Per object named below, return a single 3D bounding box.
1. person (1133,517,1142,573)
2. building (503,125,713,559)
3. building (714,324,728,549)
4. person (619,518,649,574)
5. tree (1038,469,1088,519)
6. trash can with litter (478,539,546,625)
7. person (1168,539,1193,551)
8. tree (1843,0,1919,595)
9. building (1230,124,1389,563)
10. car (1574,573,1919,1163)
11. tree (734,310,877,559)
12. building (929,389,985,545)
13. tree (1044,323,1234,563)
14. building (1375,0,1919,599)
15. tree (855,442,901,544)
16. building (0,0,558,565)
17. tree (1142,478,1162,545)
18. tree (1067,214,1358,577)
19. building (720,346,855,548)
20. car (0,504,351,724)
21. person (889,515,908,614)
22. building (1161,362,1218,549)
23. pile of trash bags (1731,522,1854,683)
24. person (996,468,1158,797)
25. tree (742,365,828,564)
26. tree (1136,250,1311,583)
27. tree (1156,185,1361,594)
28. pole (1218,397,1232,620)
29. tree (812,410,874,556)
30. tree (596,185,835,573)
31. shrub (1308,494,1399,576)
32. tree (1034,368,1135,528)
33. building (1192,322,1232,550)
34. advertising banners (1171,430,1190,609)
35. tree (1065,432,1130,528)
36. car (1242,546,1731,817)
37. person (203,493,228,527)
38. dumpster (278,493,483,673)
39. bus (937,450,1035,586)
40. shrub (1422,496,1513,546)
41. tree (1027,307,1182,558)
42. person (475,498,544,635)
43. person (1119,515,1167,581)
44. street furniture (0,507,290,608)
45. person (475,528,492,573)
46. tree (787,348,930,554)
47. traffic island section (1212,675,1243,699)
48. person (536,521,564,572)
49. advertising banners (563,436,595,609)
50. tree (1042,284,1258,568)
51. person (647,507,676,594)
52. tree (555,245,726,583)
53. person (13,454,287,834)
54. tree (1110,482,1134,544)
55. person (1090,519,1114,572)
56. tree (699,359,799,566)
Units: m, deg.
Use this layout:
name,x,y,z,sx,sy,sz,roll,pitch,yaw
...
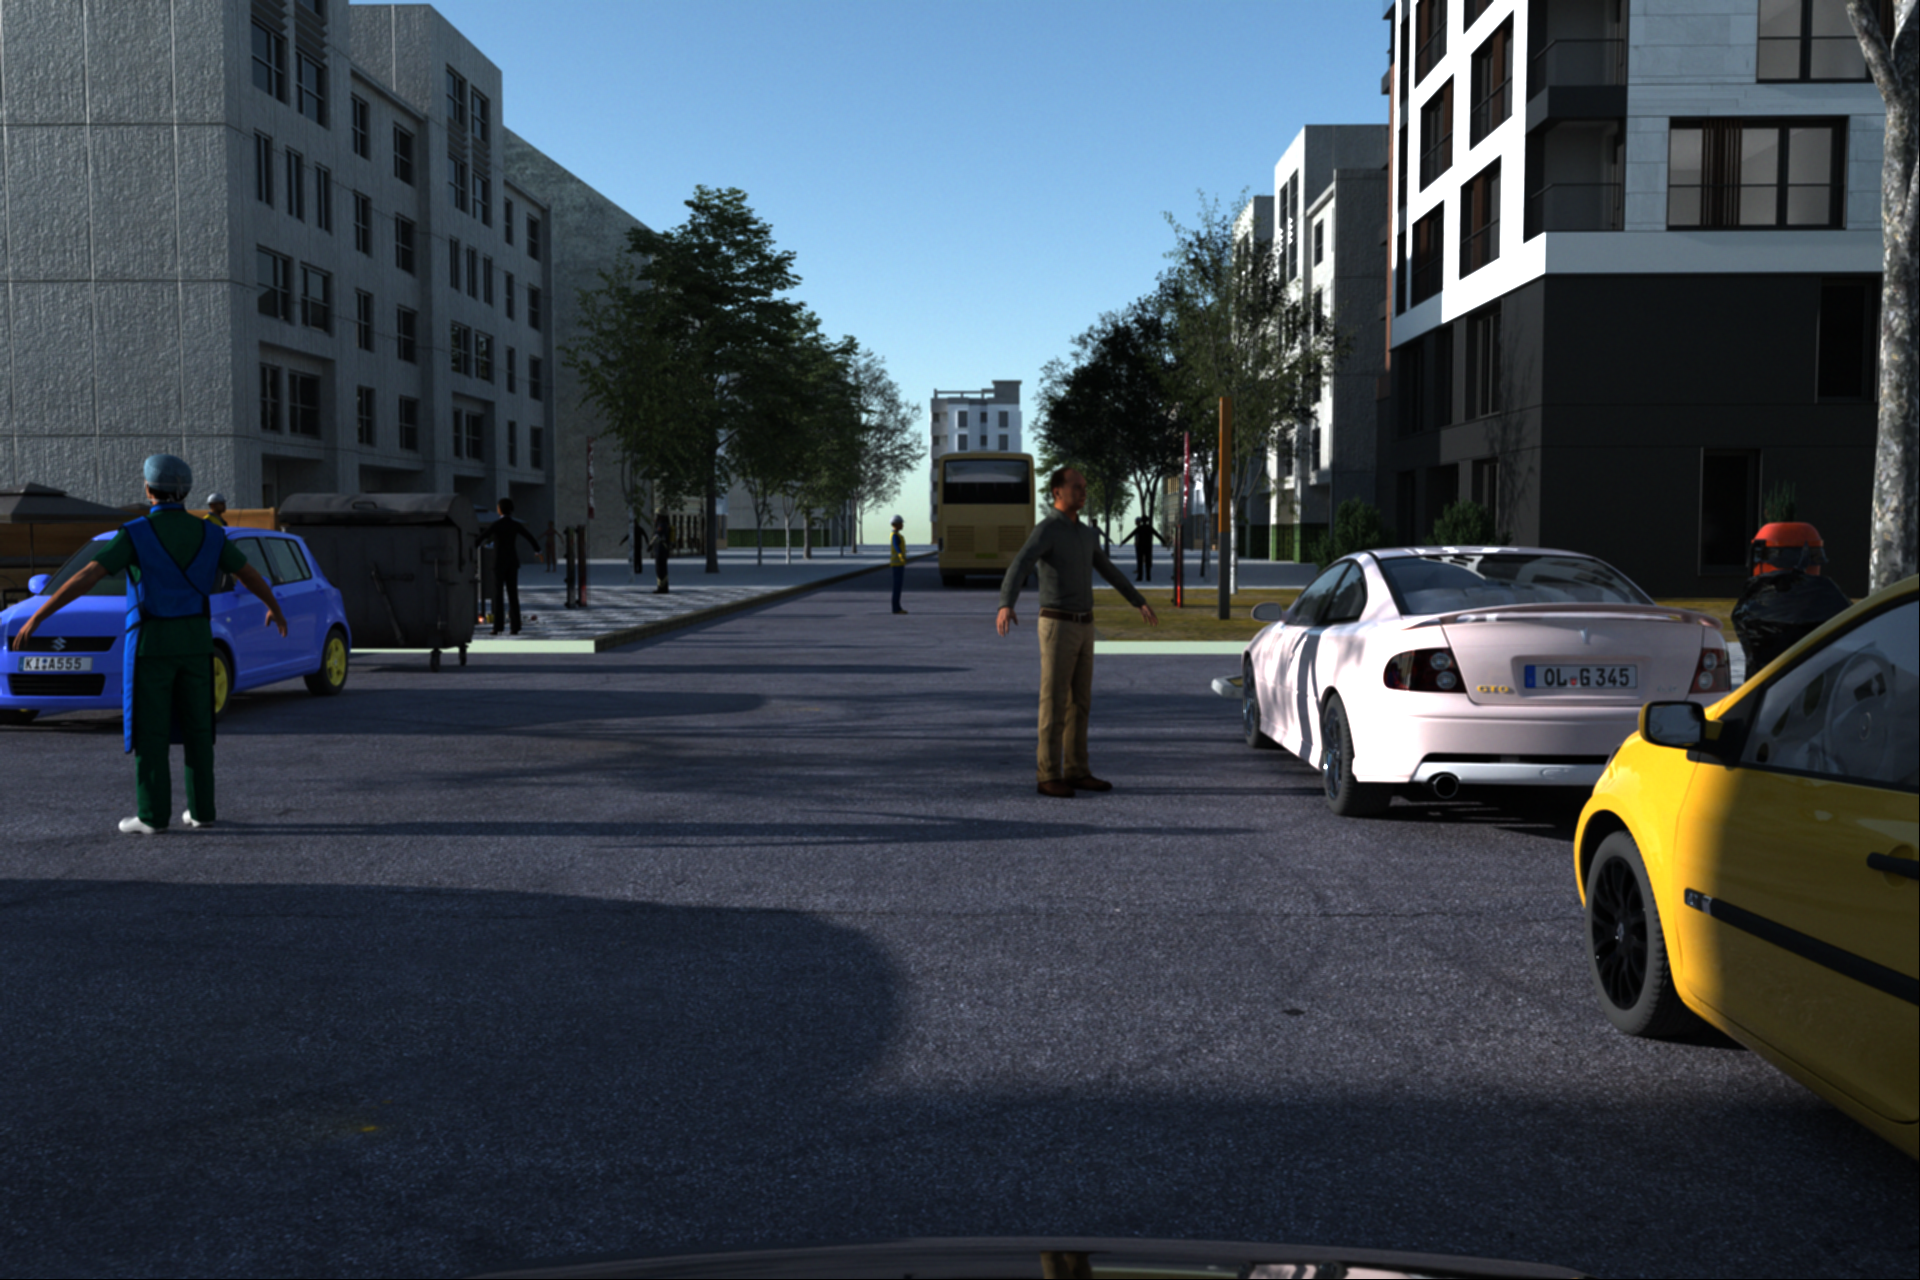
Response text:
name,x,y,z,sx,sy,sz,roll,pitch,yaw
person,5.870,-3.136,57.129,0.705,1.847,1.347,0,4,5
building,-24.632,-16.285,97.184,19.493,23.208,18.063,0,4,2
building,-25.665,-17.312,139.468,16.016,20.090,11.380,0,4,1
person,-10.537,-3.065,56.332,0.704,1.802,1.346,2,4,32
tree,13.276,-17.241,216.307,7.601,10.594,8.767,0,4,3
trash can with litter,-6.728,-0.883,25.496,1.678,1.210,2.233,0,4,1
person,6.656,-2.645,52.505,0.599,1.433,0.991,-3,5,-41
tree,7.676,-9.842,16.808,12.611,20.169,13.585,0,3,0
building,23.472,-13.267,83.377,16.747,18.905,31.486,0,4,2
car,2.708,0.394,3.782,2.015,1.641,3.980,0,4,1
tree,-7.979,-10.418,88.461,7.486,12.596,7.792,0,3,0
building,-3.379,-21.907,217.054,11.380,20.090,16.016,0,4,-3
tree,8.121,-8.638,75.646,8.767,10.594,7.601,0,4,-7
building,25.955,-12.578,49.618,27.936,21.610,32.646,0,4,2
tree,-12.396,-18.599,214.458,12.009,13.543,11.850,0,3,0
building,-26.017,-11.739,58.385,16.747,18.905,31.486,0,4,1
tree,24.803,-15.976,211.568,4.360,8.622,3.978,0,3,0
tree,7.322,-7.166,51.584,8.767,10.594,7.601,0,4,6
building,-20.862,-19.143,179.439,16.747,18.905,31.486,0,4,2
car,-6.409,-0.279,14.146,1.945,1.707,3.694,0,4,1
person,-1.037,-1.358,31.120,0.721,1.772,1.216,0,4,-2
building,28.791,-20.130,160.054,19.493,23.208,18.063,0,4,2
pile of trash bags,6.220,-0.125,11.799,1.912,1.369,3.447,0,4,1
person,0.612,-0.052,9.573,0.705,1.796,1.348,3,5,42
tree,-7.425,-7.590,74.457,4.737,8.622,4.395,0,3,0
tree,6.744,-5.811,45.369,4.737,8.622,4.395,0,3,0
tree,5.824,-5.315,37.257,4.360,8.622,3.978,0,3,0
pole,3.961,-1.961,25.904,0.158,3.312,0.155,0,3,0
tree,-6.721,-9.074,98.714,4.360,8.622,3.978,0,3,0
tree,-7.969,-8.465,56.529,7.486,12.596,7.792,0,3,0
shrub,7.330,-1.696,32.148,1.690,2.028,1.600,0,3,0
tree,8.807,-12.275,118.820,7.486,12.596,7.792,0,3,0
building,25.149,-17.860,148.432,16.016,20.090,11.380,0,4,1
advertising banners,3.845,-2.081,30.215,0.090,3.025,2.074,0,4,1
tree,8.529,-9.685,108.715,4.737,8.622,4.395,0,3,0
car,2.835,0.135,10.156,2.083,1.381,4.827,0,4,1
person,-10.014,-1.069,23.444,0.705,1.833,1.349,0,4,1
dumpster,-6.129,-0.620,18.345,1.865,1.857,1.264,0,4,1
bus,0.697,-3.615,50.646,2.896,3.916,12.252,0,4,0
shrub,9.791,-1.776,33.463,1.690,2.028,1.600,0,3,0
tree,8.045,-11.188,93.290,12.009,13.543,11.850,0,3,0
person,-5.832,-0.938,22.054,1.216,1.740,0.721,-3,5,-44
person,5.017,-2.510,47.227,1.347,1.806,0.705,-1,4,-10
street furniture,-13.951,-1.498,31.340,11.010,1.723,9.812,2,4,30
person,-15.716,-3.080,56.300,1.347,1.837,0.705,1,4,21
tree,-6.891,-12.436,113.703,12.009,13.543,11.850,0,3,0
traffic island section,3.321,0.439,15.694,1.991,0.108,1.994,0,4,2
person,-13.839,-3.154,58.364,1.217,1.733,0.721,1,4,23
advertising banners,-6.653,-2.093,30.413,0.090,3.025,2.074,0,4,2
tree,7.145,-8.030,65.698,8.767,10.594,7.601,1,4,10
person,-6.416,-1.915,37.086,0.705,1.856,1.354,0,4,5
tree,-8.399,-5.807,45.315,4.737,8.622,4.395,0,3,0
person,-3.841,0.012,8.388,0.704,1.817,1.347,3,4,38
tree,19.997,-16.322,217.221,4.737,8.622,4.395,0,3,0
person,4.604,-3.228,58.965,1.347,1.806,0.705,-1,4,-22
tree,-7.821,-7.259,69.052,4.360,8.622,3.978,0,3,0
